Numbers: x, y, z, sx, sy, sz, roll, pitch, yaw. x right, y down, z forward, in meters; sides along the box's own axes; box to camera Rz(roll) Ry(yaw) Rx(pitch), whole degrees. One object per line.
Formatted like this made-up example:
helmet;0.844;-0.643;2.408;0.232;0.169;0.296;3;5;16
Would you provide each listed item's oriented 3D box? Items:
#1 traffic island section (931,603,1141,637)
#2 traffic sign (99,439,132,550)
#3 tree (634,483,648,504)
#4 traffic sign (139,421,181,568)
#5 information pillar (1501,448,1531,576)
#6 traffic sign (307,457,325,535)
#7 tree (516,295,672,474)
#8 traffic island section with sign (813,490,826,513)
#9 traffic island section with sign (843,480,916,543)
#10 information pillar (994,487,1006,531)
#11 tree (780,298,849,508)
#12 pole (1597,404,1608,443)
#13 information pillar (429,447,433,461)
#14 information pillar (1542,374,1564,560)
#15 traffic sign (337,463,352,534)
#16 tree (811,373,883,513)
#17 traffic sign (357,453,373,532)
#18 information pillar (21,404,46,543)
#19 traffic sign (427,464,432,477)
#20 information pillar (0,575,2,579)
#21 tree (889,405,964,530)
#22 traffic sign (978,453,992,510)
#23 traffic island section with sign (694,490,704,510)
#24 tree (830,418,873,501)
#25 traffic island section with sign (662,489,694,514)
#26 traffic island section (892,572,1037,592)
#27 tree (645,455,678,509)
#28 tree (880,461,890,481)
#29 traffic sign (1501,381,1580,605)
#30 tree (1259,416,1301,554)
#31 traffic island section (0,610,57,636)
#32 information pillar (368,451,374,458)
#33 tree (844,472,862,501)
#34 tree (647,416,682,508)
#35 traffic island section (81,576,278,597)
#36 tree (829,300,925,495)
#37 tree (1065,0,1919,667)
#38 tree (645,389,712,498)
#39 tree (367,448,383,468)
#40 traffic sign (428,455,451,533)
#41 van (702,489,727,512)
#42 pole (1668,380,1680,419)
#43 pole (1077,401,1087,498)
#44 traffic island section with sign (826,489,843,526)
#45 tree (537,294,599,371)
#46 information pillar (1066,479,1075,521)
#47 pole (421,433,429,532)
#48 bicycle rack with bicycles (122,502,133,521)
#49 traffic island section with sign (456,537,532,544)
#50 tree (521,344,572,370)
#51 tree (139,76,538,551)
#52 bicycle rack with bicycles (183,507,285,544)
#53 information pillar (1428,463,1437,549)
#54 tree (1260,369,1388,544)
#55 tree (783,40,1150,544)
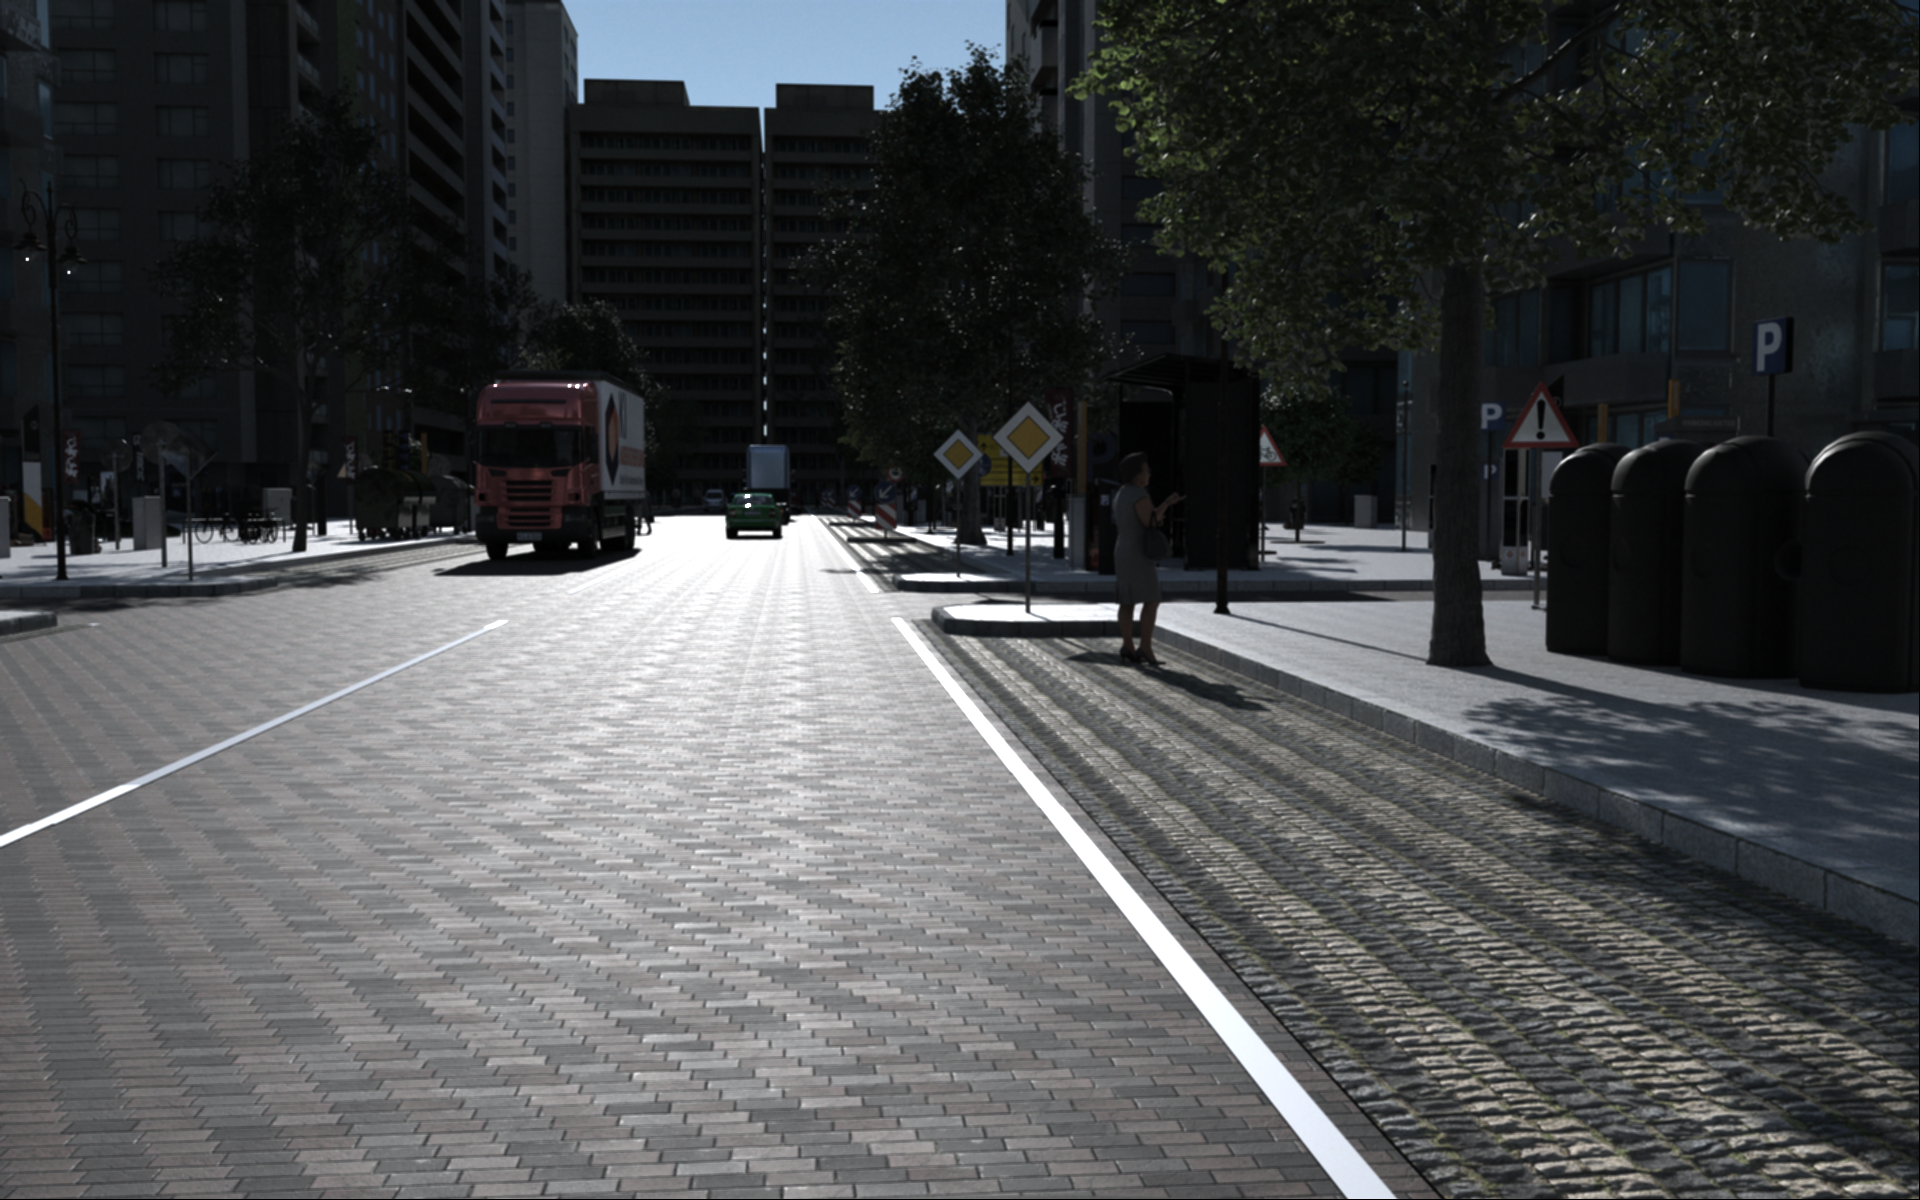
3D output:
traffic island section;0.754;0.216;18.746;2.009;0.180;2.903;0;4;-5
traffic sign;-19.384;-2.426;39.778;0.768;2.556;0.104;0;4;3
tree;-23.269;-7.949;124.575;1.663;3.219;1.824;0;3;0
traffic sign;-13.897;-1.839;30.178;0.768;2.556;0.104;0;4;-3
information pillar;8.756;-1.395;27.297;0.304;2.012;0.304;-3;5;-41
traffic sign;-20.315;-3.254;54.380;0.795;2.450;0.064;0;4;-1
tree;-21.375;-11.203;100.177;9.611;12.733;9.660;0;3;0
traffic island section with sign;-9.673;-7.301;127.992;1.989;1.847;2.006;0;4;-5
traffic island section with sign;-2.341;-2.603;51.184;1.989;1.847;2.006;0;4;-5
information pillar;1.377;-3.400;60.075;0.304;2.012;0.304;2;4;34
tree;-10.786;-18.947;165.665;12.611;20.169;13.585;0;3;0
pole;14.490;-2.770;39.141;0.158;3.312;0.155;0;3;0
information pillar;-26.342;-5.807;86.305;0.183;3.616;0.504;-2;4;-26
information pillar;11.545;-2.601;33.883;0.504;3.616;0.183;1;4;12
traffic sign;-19.563;-3.399;55.583;0.884;2.594;0.081;0;4;1
tree;-6.182;-11.038;114.881;8.767;10.594;7.601;3;5;39
traffic sign;-18.463;-3.256;53.335;0.768;2.556;0.104;0;4;-3
information pillar;-24.070;-3.277;44.940;0.183;3.616;0.504;1;4;22
traffic sign;-22.765;-4.536;74.275;0.768;2.556;0.104;0;3;0
information pillar;-14.739;-2.138;26.305;0.183;3.616;0.504;-2;4;-34
tree;-0.863;-4.792;62.058;4.285;4.588;4.351;0;3;0
traffic sign;0.576;-3.211;52.601;0.768;2.556;0.104;0;4;4
traffic island section with sign;-23.310;-8.878;153.782;1.989;1.847;2.006;0;4;-5
tree;-8.891;-11.818;143.593;4.737;8.622;4.395;0;3;0
traffic island section with sign;-20.745;-7.237;126.948;1.989;1.847;2.006;0;4;-5
traffic island section;-0.005;-0.270;26.696;2.009;0.180;2.903;0;4;-5
tree;-25.205;-9.860;144.930;4.285;4.588;4.351;0;3;0
tree;-3.939;-8.858;95.182;4.360;8.622;3.978;0;3;0
traffic sign;6.684;-1.223;20.005;0.884;2.594;0.081;0;4;4
tree;6.202;-2.600;37.108;1.663;3.219;1.824;0;3;0
traffic island section;-10.636;0.282;17.668;2.009;0.180;2.903;0;4;-5
information pillar;-32.125;-6.297;94.303;0.504;3.616;0.183;-1;4;-10
tree;-9.177;-9.357;147.587;1.663;3.219;1.824;0;3;0
tree;-27.752;-12.874;160.856;4.737;8.622;4.395;0;3;0
traffic island section;-11.395;-0.204;25.617;2.009;0.180;2.903;0;4;-5
tree;-2.837;-10.346;87.284;7.486;12.596;7.792;0;3;0
tree;3.867;-5.758;12.267;7.486;12.596;7.792;0;3;0
tree;-28.103;-15.007;171.116;9.928;11.665;9.643;0;3;0
tree;-24.693;-4.790;72.910;1.663;3.219;1.824;0;3;0
traffic sign;-17.042;-3.463;56.726;0.768;2.556;0.104;0;4;-1
van;-19.871;-8.159;140.409;2.013;2.044;4.112;0;4;-4
pole;12.730;-2.270;30.954;0.158;3.312;0.155;0;3;0
pole;2.669;-2.700;37.983;0.158;3.312;0.155;0;3;0
traffic island section with sign;-4.905;-4.244;78.017;1.989;1.847;2.006;0;4;-5
tree;-17.625;-8.143;67.558;8.767;10.594;7.601;2;4;25
information pillar;5.326;-4.816;83.241;0.304;2.012;0.304;3;5;42
pole;-17.892;-3.919;57.911;0.158;3.312;0.155;0;3;0
bicycle rack with bicycles;-38.873;-4.174;81.632;2.925;0.926;2.852;0;4;1
traffic island section with sign;-13.415;-2.539;50.140;1.989;1.847;2.006;0;4;-5
tree;-19.341;-8.171;83.962;4.360;8.622;3.978;0;3;0
tree;-14.439;-6.360;38.398;7.601;10.594;8.767;0;4;2
bicycle rack with bicycles;-18.913;-1.975;45.670;2.852;0.926;2.925;1;4;12
information pillar;11.231;-2.216;40.718;0.304;2.012;0.304;-3;4;-39
tree;8.813;-3.776;45.456;4.285;4.588;4.351;0;3;0
tree;0.267;-7.789;44.350;9.611;12.733;9.660;0;3;0
